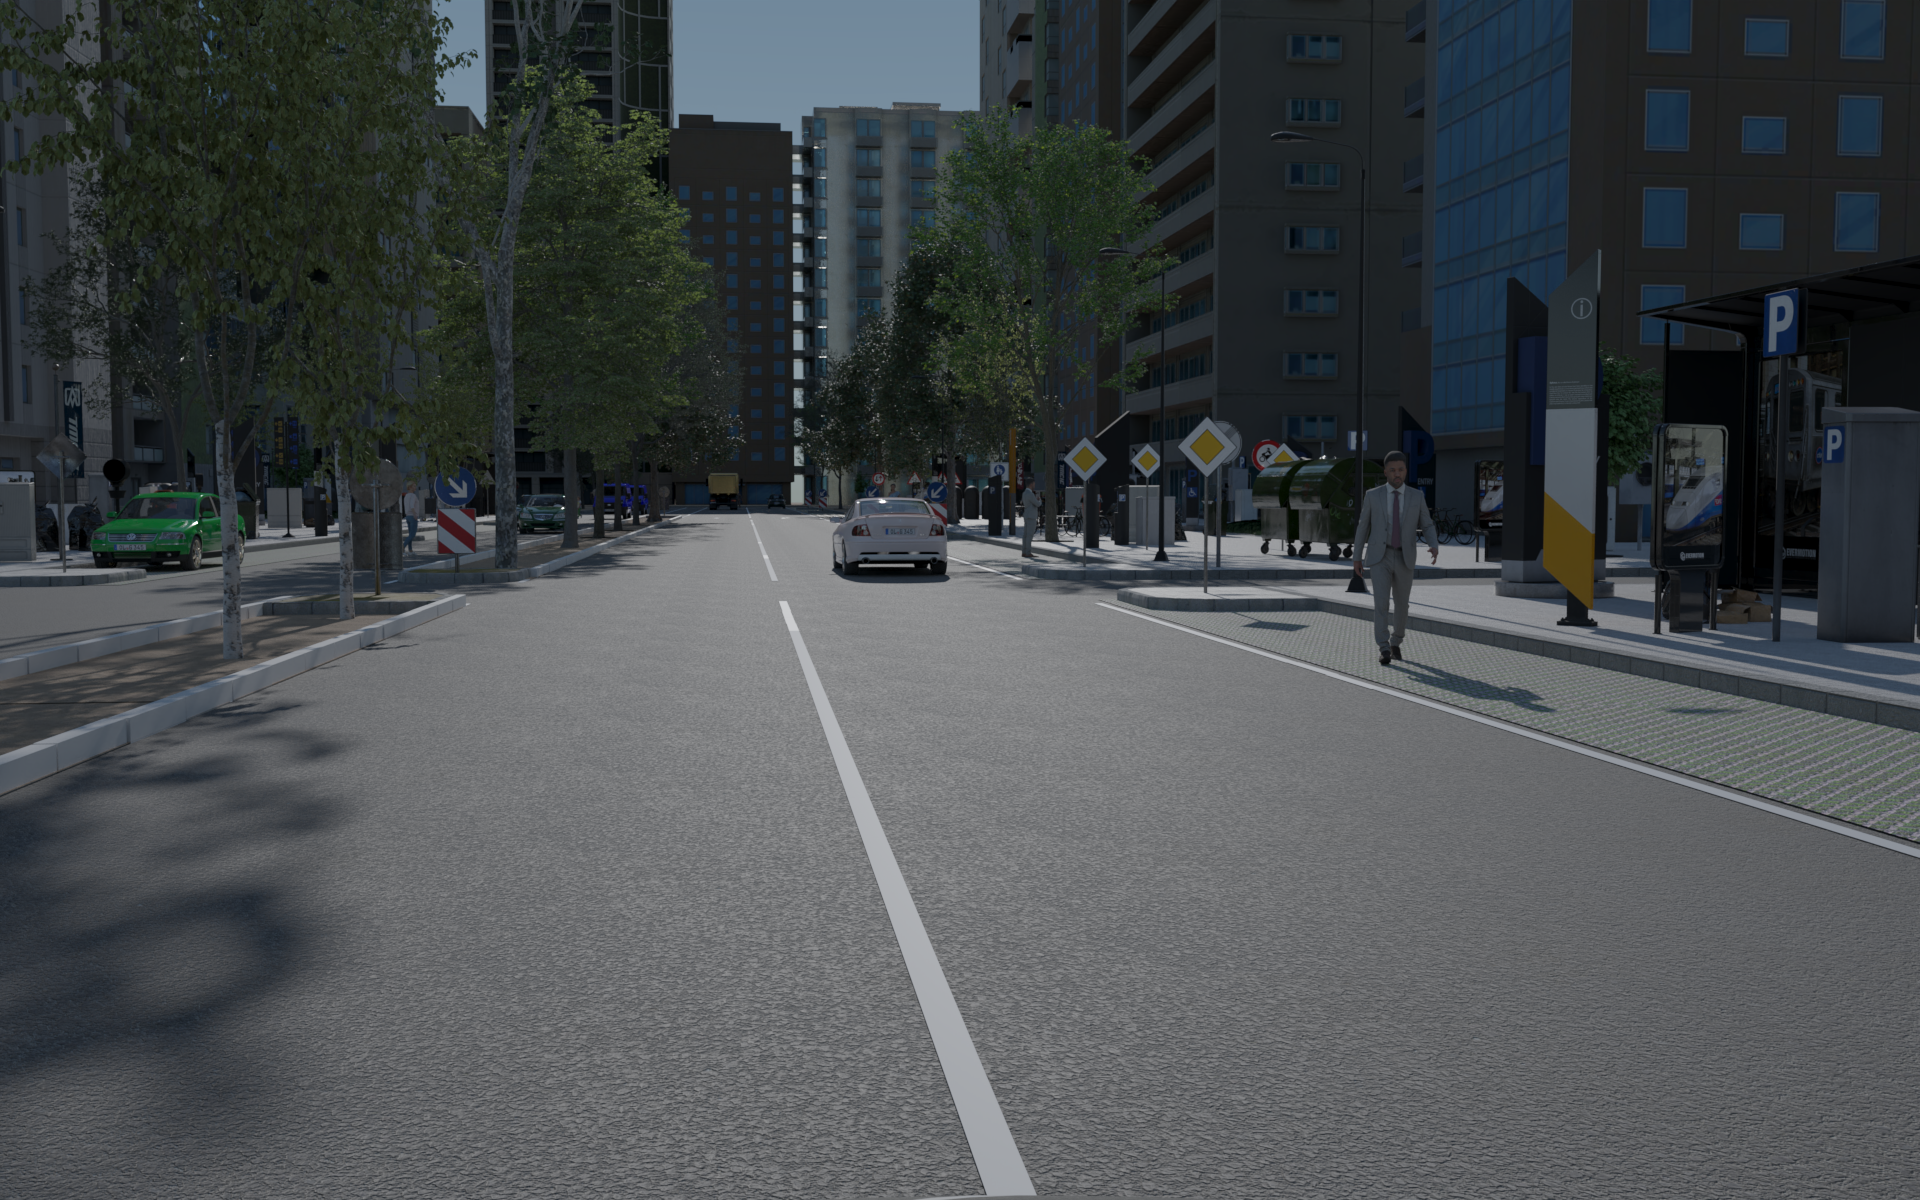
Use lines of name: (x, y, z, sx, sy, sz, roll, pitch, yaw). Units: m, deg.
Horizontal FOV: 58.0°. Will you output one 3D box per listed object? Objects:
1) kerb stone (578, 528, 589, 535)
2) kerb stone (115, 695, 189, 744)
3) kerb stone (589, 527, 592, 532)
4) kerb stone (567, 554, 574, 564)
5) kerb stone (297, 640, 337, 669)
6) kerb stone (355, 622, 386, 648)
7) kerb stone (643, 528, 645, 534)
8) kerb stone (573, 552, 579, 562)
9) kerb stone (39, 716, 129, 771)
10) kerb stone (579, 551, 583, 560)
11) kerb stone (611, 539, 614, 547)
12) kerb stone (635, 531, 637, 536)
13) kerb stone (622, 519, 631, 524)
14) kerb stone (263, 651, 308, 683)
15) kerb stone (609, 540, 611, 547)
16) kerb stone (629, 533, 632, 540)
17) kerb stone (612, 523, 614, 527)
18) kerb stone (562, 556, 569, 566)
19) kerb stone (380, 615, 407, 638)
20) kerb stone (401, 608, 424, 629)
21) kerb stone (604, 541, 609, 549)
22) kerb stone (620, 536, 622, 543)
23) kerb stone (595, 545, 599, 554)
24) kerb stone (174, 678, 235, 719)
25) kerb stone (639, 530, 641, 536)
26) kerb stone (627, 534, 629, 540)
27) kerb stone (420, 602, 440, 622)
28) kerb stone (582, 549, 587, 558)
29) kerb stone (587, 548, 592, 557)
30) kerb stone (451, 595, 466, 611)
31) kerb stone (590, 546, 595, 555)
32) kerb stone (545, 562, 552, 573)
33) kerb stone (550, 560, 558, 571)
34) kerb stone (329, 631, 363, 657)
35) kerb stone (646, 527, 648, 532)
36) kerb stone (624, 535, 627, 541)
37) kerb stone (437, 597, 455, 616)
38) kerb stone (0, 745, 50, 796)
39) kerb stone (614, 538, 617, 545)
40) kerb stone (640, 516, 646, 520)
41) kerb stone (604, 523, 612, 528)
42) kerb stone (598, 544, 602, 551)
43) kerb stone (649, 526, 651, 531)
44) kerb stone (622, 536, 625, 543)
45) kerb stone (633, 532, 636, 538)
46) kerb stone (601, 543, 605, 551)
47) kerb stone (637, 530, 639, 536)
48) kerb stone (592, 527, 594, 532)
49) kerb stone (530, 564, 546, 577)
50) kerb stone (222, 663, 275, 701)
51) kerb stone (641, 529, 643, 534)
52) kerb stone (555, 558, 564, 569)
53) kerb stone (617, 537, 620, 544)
kerb stone: (-13.603, -2.470, 62.581, 0.120, 0.150, 1.000, 0, 4, -7)
kerb stone: (-4.881, 0.720, 10.424, 0.120, 0.150, 1.000, 0, 4, -7)
kerb stone: (-13.724, -2.532, 63.597, 0.120, 0.150, 1.000, 0, 4, -7)
kerb stone: (-8.035, -0.804, 35.342, 0.120, 0.150, 1.000, 0, 4, -7)
kerb stone: (-5.408, 0.472, 14.478, 0.120, 0.150, 1.000, 0, 4, -7)
kerb stone: (-5.663, 0.351, 16.508, 0.120, 0.150, 1.000, 0, 4, -7)
kerb stone: (-11.249, -2.359, 60.783, 0.120, 0.150, 1.000, 0, 4, -7)
kerb stone: (-8.165, -0.865, 36.363, 0.120, 0.150, 1.000, 0, 4, -7)
kerb stone: (-4.767, 0.782, 9.408, 0.120, 0.150, 1.000, 0, 4, -7)
kerb stone: (-8.296, -0.929, 37.377, 0.120, 0.150, 1.000, 0, 4, -7)
kerb stone: (-9.455, -1.488, 46.531, 0.120, 0.150, 1.000, 0, 4, -7)
kerb stone: (-10.742, -2.112, 56.721, 0.120, 0.150, 1.000, 0, 4, -7)
kerb stone: (-16.555, -3.901, 85.970, 0.120, 0.150, 1.000, 0, 4, -7)
kerb stone: (-5.278, 0.534, 13.464, 0.120, 0.150, 1.000, 0, 4, -7)
kerb stone: (-9.325, -1.423, 45.517, 0.120, 0.150, 1.000, 0, 4, -7)
kerb stone: (-10.352, -1.925, 53.674, 0.120, 0.150, 1.000, 0, 4, -7)
kerb stone: (-15.139, -3.216, 74.782, 0.120, 0.150, 1.000, 0, 4, -7)
kerb stone: (-7.916, -0.742, 34.323, 0.120, 0.150, 1.000, 0, 4, -7)
kerb stone: (-5.784, 0.286, 17.523, 0.120, 0.150, 1.000, 0, 4, -7)
kerb stone: (-5.913, 0.226, 18.538, 0.120, 0.150, 1.000, 0, 4, -7)
kerb stone: (-9.190, -1.364, 44.494, 0.120, 0.150, 1.000, 0, 4, -7)
kerb stone: (-9.843, -1.674, 49.593, 0.120, 0.150, 1.000, 0, 4, -7)
kerb stone: (-8.807, -1.177, 41.434, 0.120, 0.150, 1.000, 0, 4, -7)
kerb stone: (-5.014, 0.658, 11.437, 0.120, 0.150, 1.000, 0, 4, -7)
kerb stone: (-11.001, -2.236, 58.750, 0.120, 0.150, 1.000, 0, 4, -7)
kerb stone: (-10.230, -1.863, 52.659, 0.120, 0.150, 1.000, 0, 4, -7)
kerb stone: (-6.050, 0.162, 19.560, 0.120, 0.150, 1.000, 0, 4, -7)
kerb stone: (-8.421, -0.989, 38.392, 0.120, 0.150, 1.000, 0, 4, -7)
kerb stone: (-8.545, -1.053, 39.406, 0.120, 0.150, 1.000, 0, 4, -7)
kerb stone: (-6.302, 0.037, 21.599, 0.120, 0.150, 1.000, 0, 4, -7)
kerb stone: (-8.678, -1.115, 40.420, 0.120, 0.150, 1.000, 0, 4, -7)
kerb stone: (-7.533, -0.553, 31.280, 0.120, 0.150, 1.000, 0, 4, -7)
kerb stone: (-7.653, -0.613, 32.296, 0.120, 0.150, 1.000, 0, 4, -7)
kerb stone: (-5.538, 0.412, 15.491, 0.120, 0.150, 1.000, 0, 4, -7)
kerb stone: (-11.510, -2.484, 62.812, 0.120, 0.150, 1.000, 0, 4, -7)
kerb stone: (-10.090, -1.799, 51.626, 0.120, 0.150, 1.000, 0, 4, -7)
kerb stone: (-6.176, 0.099, 20.582, 0.120, 0.150, 1.000, 0, 4, -7)
kerb stone: (-4.638, 0.847, 8.394, 0.120, 0.150, 1.000, 0, 4, -7)
kerb stone: (-9.587, -1.551, 47.552, 0.120, 0.150, 1.000, 0, 4, -7)
kerb stone: (-18.352, -4.773, 100.235, 0.120, 0.150, 1.000, 0, 4, -7)
kerb stone: (-15.014, -3.154, 73.762, 0.120, 0.150, 1.000, 0, 4, -7)
kerb stone: (-8.937, -1.239, 42.457, 0.120, 0.150, 1.000, 0, 4, -7)
kerb stone: (-11.766, -2.609, 64.845, 0.120, 0.150, 1.000, 0, 4, -7)
kerb stone: (-9.969, -1.738, 50.607, 0.120, 0.150, 1.000, 0, 4, -7)
kerb stone: (-10.607, -2.049, 55.704, 0.120, 0.150, 1.000, 0, 4, -7)
kerb stone: (-9.070, -1.302, 43.479, 0.120, 0.150, 1.000, 0, 4, -7)
kerb stone: (-10.875, -2.174, 57.735, 0.120, 0.150, 1.000, 0, 4, -7)
kerb stone: (-13.850, -2.591, 64.617, 0.120, 0.150, 1.000, 0, 4, -7)
kerb stone: (-7.398, -0.494, 30.266, 0.120, 0.150, 1.000, 0, 4, -7)
kerb stone: (-5.143, 0.597, 12.451, 0.120, 0.150, 1.000, 0, 4, -7)
kerb stone: (-11.121, -2.296, 59.765, 0.120, 0.150, 1.000, 0, 4, -7)
kerb stone: (-7.781, -0.680, 33.310, 0.120, 0.150, 1.000, 0, 4, -7)
kerb stone: (-9.712, -1.613, 48.566, 0.120, 0.150, 1.000, 0, 4, -7)
